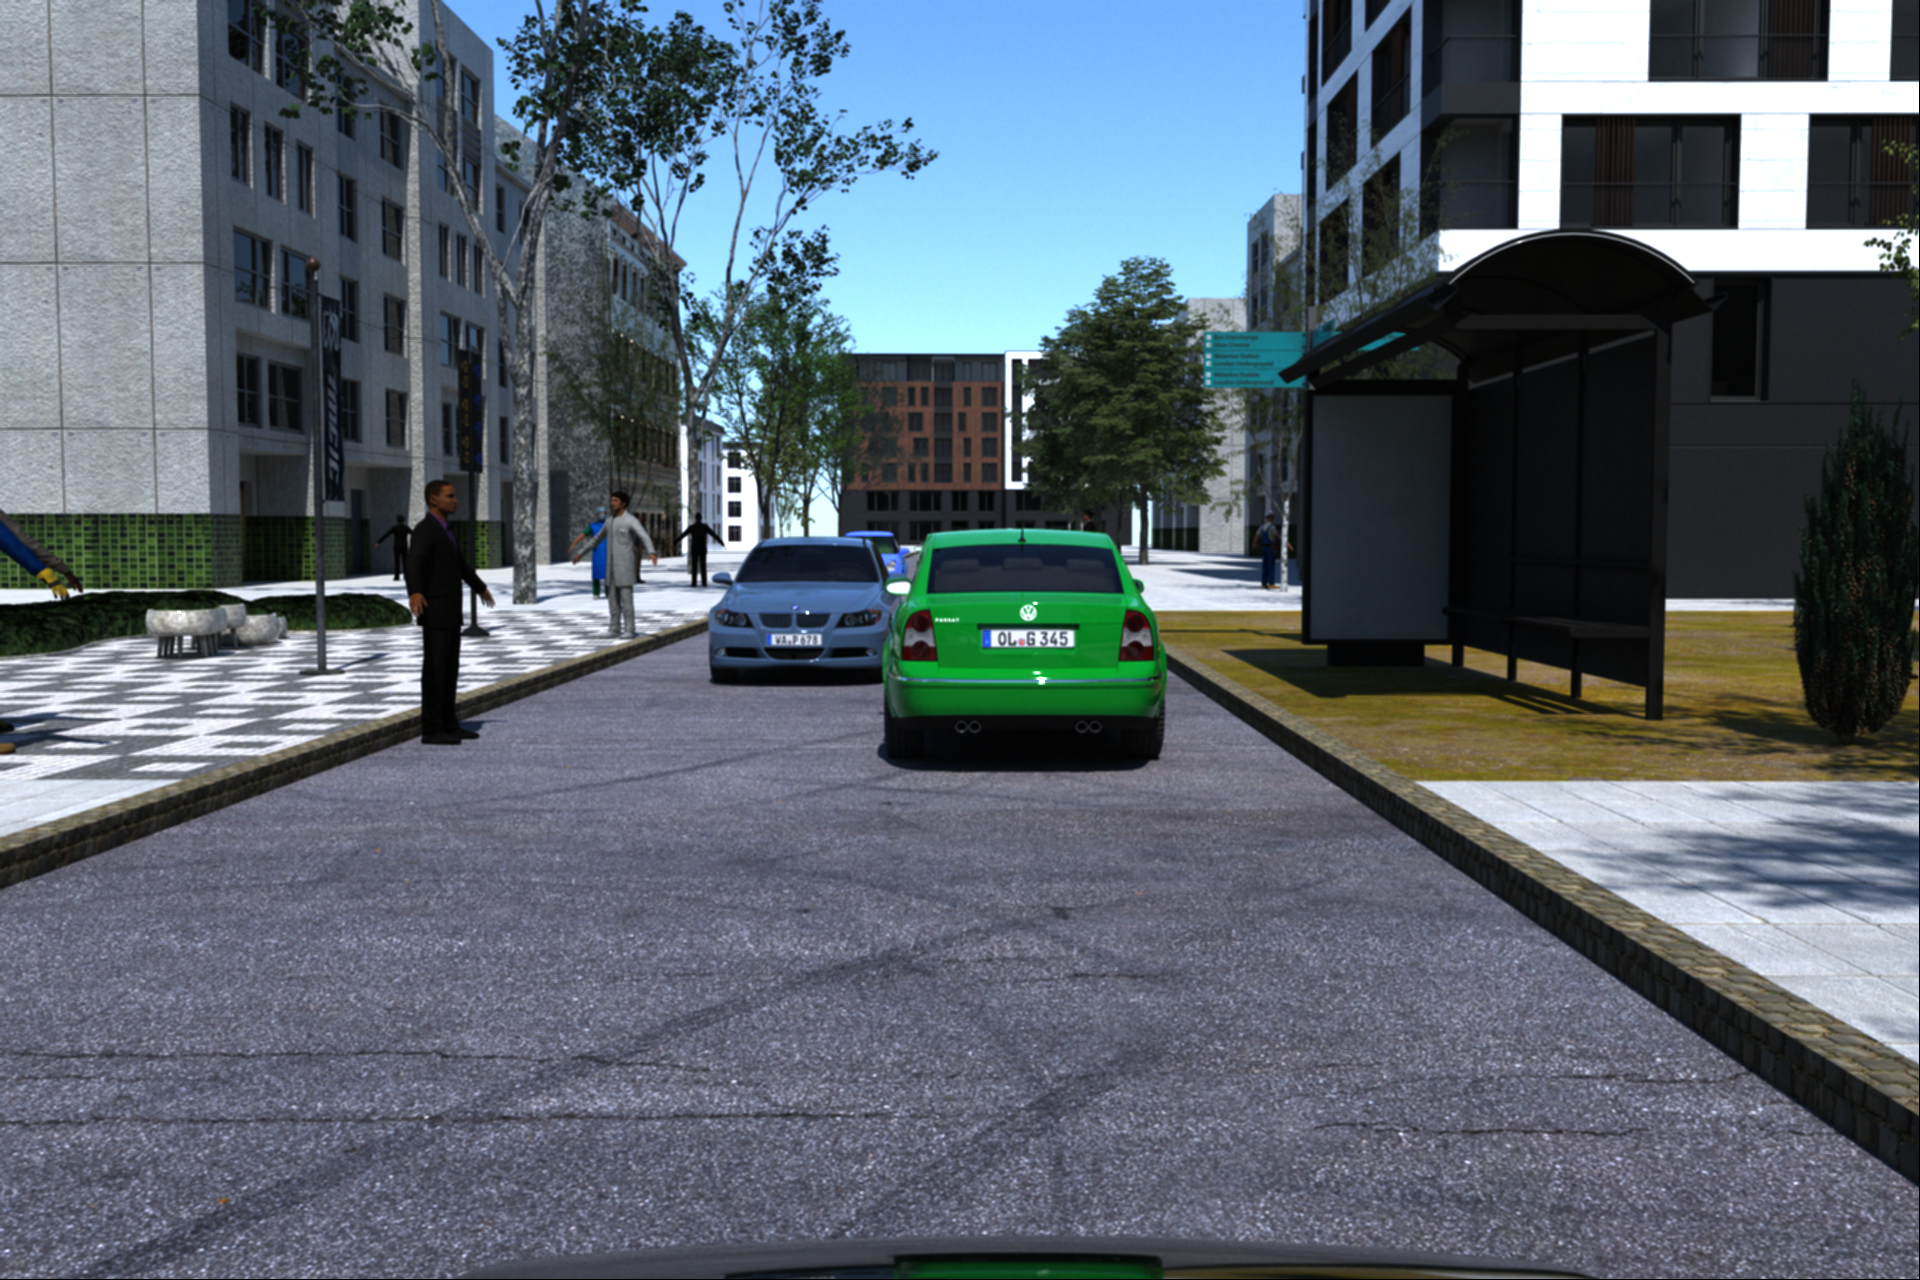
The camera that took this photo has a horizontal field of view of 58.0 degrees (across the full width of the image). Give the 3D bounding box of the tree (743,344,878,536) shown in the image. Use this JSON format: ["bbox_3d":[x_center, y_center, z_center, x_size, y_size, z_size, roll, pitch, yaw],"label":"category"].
[{"bbox_3d":[-8.309,-10.286,93.928,9.928,11.665,9.643,0,3,0],"label":"tree"}]

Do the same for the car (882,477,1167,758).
[{"bbox_3d":[0.407,-0.223,12.435,1.959,1.807,4.718,0,3,0],"label":"car"}]

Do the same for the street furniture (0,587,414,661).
[{"bbox_3d":[-10.347,-0.377,21.791,5.734,0.657,10.072,0,4,-3],"label":"street furniture"}]

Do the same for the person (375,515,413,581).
[{"bbox_3d":[-15.406,-2.539,47.705,1.347,1.806,0.705,-2,4,-26],"label":"person"}]

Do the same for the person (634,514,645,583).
[{"bbox_3d":[-8.435,-2.400,45.510,0.705,1.796,1.348,-1,4,-10],"label":"person"}]

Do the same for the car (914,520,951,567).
[{"bbox_3d":[-0.275,-2.339,47.043,1.959,1.807,4.718,0,4,-1],"label":"car"}]

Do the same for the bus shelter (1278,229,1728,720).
[{"bbox_3d":[4.097,-1.246,14.289,2.014,3.302,5.546,0,4,1],"label":"bus shelter"}]

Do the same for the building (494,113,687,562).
[{"bbox_3d":[-25.081,-15.720,87.943,19.493,23.208,18.063,0,4,1],"label":"building"}]

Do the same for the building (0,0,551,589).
[{"bbox_3d":[-25.545,-11.566,55.562,16.747,18.905,31.486,0,4,1],"label":"building"}]

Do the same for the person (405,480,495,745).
[{"bbox_3d":[-3.548,-0.198,11.927,0.704,1.802,1.346,0,4,5],"label":"person"}]

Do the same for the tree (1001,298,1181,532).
[{"bbox_3d":[7.316,-11.428,93.496,9.857,13.997,8.962,0,3,0],"label":"tree"}]

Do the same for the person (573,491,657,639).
[{"bbox_3d":[-4.196,-0.924,21.291,1.347,1.806,0.705,2,4,32],"label":"person"}]

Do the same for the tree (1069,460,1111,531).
[{"bbox_3d":[7.784,-9.601,107.334,4.737,8.622,4.395,0,3,0],"label":"tree"}]

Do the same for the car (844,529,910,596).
[{"bbox_3d":[-2.152,-1.933,41.200,1.945,1.707,3.694,0,4,1],"label":"car"}]

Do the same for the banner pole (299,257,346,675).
[{"bbox_3d":[-5.850,-1.590,16.019,0.401,3.779,0.863,0,4,2],"label":"banner pole"}]

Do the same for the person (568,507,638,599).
[{"bbox_3d":[-7.027,-1.708,34.049,1.347,1.817,0.704,-1,4,-20],"label":"person"}]

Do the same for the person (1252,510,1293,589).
[{"bbox_3d":[7.268,-2.125,40.608,0.705,1.847,1.347,-2,4,-32],"label":"person"}]

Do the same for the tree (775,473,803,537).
[{"bbox_3d":[-19.735,-15.452,203.005,4.360,8.622,3.978,0,3,0],"label":"tree"}]

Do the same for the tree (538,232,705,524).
[{"bbox_3d":[-8.209,-5.657,42.848,4.360,8.622,3.978,0,3,0],"label":"tree"}]

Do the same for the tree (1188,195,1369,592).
[{"bbox_3d":[7.176,-5.354,37.901,4.360,8.622,3.978,0,3,0],"label":"tree"}]

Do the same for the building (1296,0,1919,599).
[{"bbox_3d":[23.361,-12.585,49.735,27.936,21.610,32.646,0,4,0],"label":"building"}]

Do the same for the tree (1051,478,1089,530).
[{"bbox_3d":[6.952,-9.985,113.610,4.360,8.622,3.978,0,3,0],"label":"tree"}]

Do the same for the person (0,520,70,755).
[{"bbox_3d":[-5.772,-0.249,10.042,1.349,1.833,0.705,1,4,19],"label":"person"}]

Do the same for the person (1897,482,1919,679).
[{"bbox_3d":[8.435,-0.534,15.452,0.721,1.740,1.216,0,4,-4],"label":"person"}]

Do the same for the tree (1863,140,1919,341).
[{"bbox_3d":[16.456,-4.688,27.009,4.737,8.622,4.395,0,3,0],"label":"tree"}]

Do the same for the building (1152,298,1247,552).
[{"bbox_3d":[25.440,-16.624,138.258,16.747,18.905,31.486,0,4,0],"label":"building"}]

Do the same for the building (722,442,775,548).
[{"bbox_3d":[-22.718,-14.043,171.746,9.099,9.664,28.070,0,4,1],"label":"building"}]

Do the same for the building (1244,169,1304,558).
[{"bbox_3d":[24.685,-13.250,83.102,16.747,18.905,31.486,0,3,0],"label":"building"}]

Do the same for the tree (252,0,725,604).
[{"bbox_3d":[-9.179,-10.774,32.045,12.611,20.169,13.585,0,3,0],"label":"tree"}]

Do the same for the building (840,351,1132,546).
[{"bbox_3d":[2.429,-21.963,205.528,32.646,21.610,27.936,0,4,-2],"label":"building"}]

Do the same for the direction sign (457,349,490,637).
[{"bbox_3d":[-6.111,-1.815,21.679,0.379,3.537,0.876,0,4,1],"label":"direction sign"}]

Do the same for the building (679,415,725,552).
[{"bbox_3d":[-22.994,-11.849,135.883,9.099,9.664,28.070,0,4,1],"label":"building"}]

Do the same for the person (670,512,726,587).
[{"bbox_3d":[-6.318,-2.181,41.889,1.346,1.802,0.704,-1,4,-13],"label":"person"}]

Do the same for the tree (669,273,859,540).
[{"bbox_3d":[-7.921,-8.812,69.832,9.928,11.665,9.643,0,3,0],"label":"tree"}]

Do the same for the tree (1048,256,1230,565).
[{"bbox_3d":[7.206,-9.383,71.540,7.486,12.596,7.792,0,3,0],"label":"tree"}]

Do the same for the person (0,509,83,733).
[{"bbox_3d":[-6.366,-0.305,11.111,1.348,1.813,0.705,0,4,-5],"label":"person"}]

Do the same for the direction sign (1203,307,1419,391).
[{"bbox_3d":[4.128,-1.904,19.899,2.525,3.948,1.411,0,3,0],"label":"direction sign"}]

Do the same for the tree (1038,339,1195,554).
[{"bbox_3d":[7.327,-8.988,81.371,8.767,10.594,7.601,2,4,26],"label":"tree"}]

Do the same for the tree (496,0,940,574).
[{"bbox_3d":[-7.513,-12.105,53.802,12.611,20.169,13.585,0,3,0],"label":"tree"}]

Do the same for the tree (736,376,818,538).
[{"bbox_3d":[-8.106,-7.821,78.241,4.737,8.622,4.395,0,3,0],"label":"tree"}]

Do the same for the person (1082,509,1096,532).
[{"bbox_3d":[2.821,-1.987,38.419,0.705,1.837,1.347,1,4,19],"label":"person"}]

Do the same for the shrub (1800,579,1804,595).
[{"bbox_3d":[11.874,-0.754,23.446,1.383,1.207,1.383,0,3,0],"label":"shrub"}]

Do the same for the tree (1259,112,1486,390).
[{"bbox_3d":[7.651,-4.889,30.299,4.360,8.622,3.978,0,3,0],"label":"tree"}]

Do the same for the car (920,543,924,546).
[{"bbox_3d":[-0.613,-3.780,73.598,2.131,1.459,4.920,0,4,0],"label":"car"}]

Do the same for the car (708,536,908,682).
[{"bbox_3d":[-1.542,-0.386,18.308,2.014,1.417,4.499,0,3,0],"label":"car"}]

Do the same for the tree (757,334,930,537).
[{"bbox_3d":[-7.476,-12.009,106.723,12.009,13.543,11.850,0,3,0],"label":"tree"}]
